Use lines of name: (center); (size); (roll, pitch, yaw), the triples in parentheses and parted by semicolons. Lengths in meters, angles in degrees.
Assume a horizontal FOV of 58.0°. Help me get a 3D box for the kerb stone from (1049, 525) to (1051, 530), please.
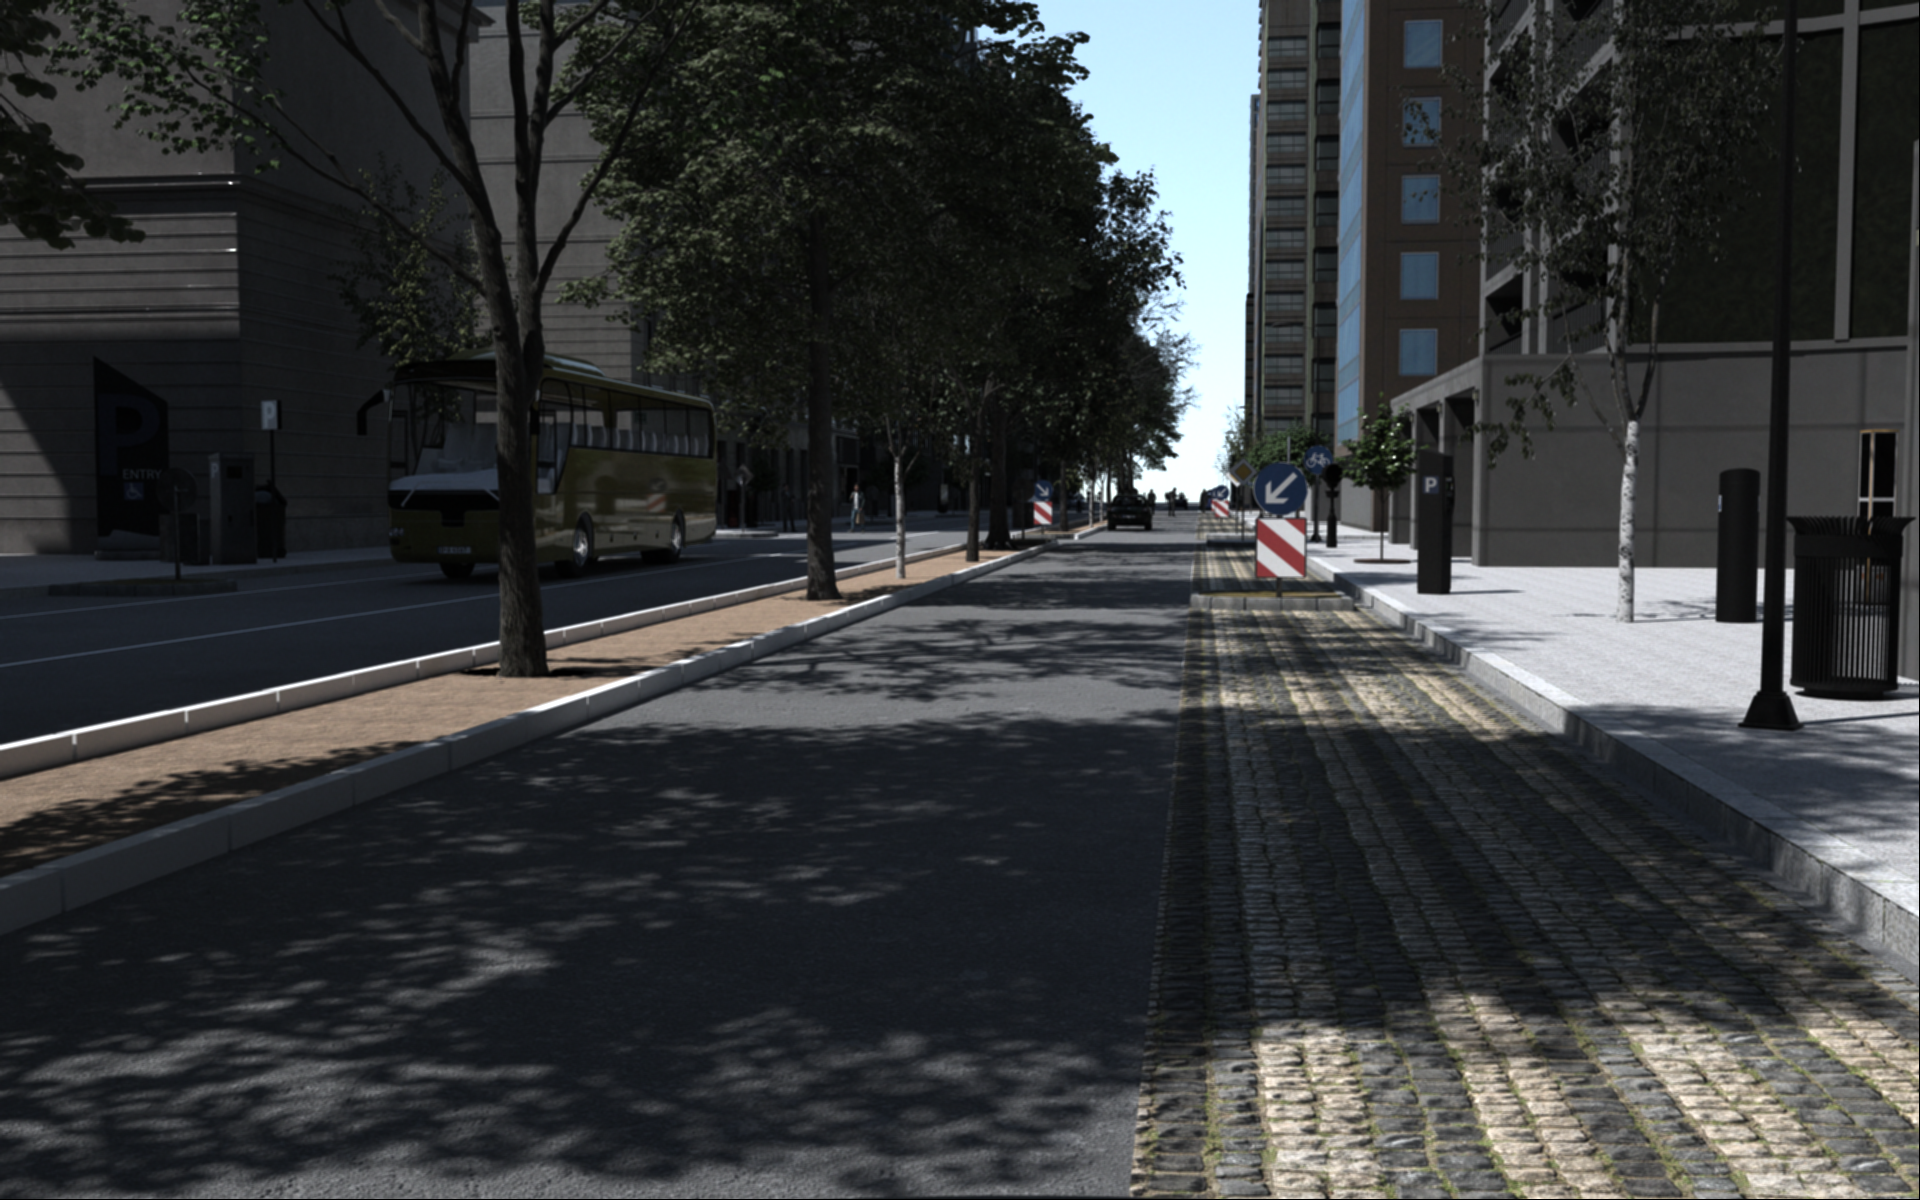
kerb stone: (3.388, -2.815, 68.224); (0.120, 0.150, 1.000); (0, 4, 8)

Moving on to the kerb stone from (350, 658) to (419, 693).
kerb stone: (-4.306, 0.573, 12.830); (0.120, 0.150, 1.000); (0, 4, 8)

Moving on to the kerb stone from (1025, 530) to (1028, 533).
kerb stone: (2.120, -2.251, 59.073); (0.120, 0.150, 1.000); (0, 4, 8)

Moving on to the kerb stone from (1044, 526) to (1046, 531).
kerb stone: (3.097, -2.690, 66.182); (0.120, 0.150, 1.000); (0, 4, 8)

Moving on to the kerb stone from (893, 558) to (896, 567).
kerb stone: (-1.345, -0.731, 34.141); (0.120, 0.150, 1.000); (0, 4, 8)

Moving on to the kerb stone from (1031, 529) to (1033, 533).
kerb stone: (2.394, -2.378, 61.102); (0.120, 0.150, 1.000); (0, 4, 8)

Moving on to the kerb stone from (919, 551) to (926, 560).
kerb stone: (-0.913, -0.915, 37.206); (0.120, 0.150, 1.000); (0, 4, 8)

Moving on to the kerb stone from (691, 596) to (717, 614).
kerb stone: (-3.170, 0.076, 20.947); (0.120, 0.150, 1.000); (0, 4, 8)

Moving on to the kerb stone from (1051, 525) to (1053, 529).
kerb stone: (3.532, -2.877, 69.244); (0.120, 0.150, 1.000); (0, 4, 8)

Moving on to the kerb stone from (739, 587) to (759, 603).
kerb stone: (-2.882, -0.046, 22.971); (0.120, 0.150, 1.000); (0, 4, 8)

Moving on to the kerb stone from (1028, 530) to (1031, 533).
kerb stone: (2.253, -2.317, 60.086); (0.120, 0.150, 1.000); (0, 4, 8)

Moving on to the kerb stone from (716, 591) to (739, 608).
kerb stone: (-3.026, 0.016, 21.959); (0.120, 0.150, 1.000); (0, 4, 8)

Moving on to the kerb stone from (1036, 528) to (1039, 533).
kerb stone: (2.687, -2.504, 63.132); (0.120, 0.150, 1.000); (0, 4, 8)

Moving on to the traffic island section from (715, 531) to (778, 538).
traffic island section: (-7.228, -2.157, 57.554); (2.009, 0.180, 2.903); (0, 4, 8)

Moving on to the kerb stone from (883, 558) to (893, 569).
kerb stone: (-1.483, -0.669, 33.128); (0.120, 0.150, 1.000); (0, 4, 8)

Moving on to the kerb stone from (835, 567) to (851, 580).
kerb stone: (-2.035, -0.420, 29.067); (0.120, 0.150, 1.000); (0, 4, 8)

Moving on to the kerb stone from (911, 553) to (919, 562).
kerb stone: (-1.052, -0.856, 36.193); (0.120, 0.150, 1.000); (0, 4, 8)

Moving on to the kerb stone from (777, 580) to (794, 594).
kerb stone: (-2.606, -0.164, 25.000); (0.120, 0.150, 1.000); (0, 4, 8)

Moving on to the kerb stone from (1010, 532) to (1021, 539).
kerb stone: (1.831, -2.131, 57.040); (0.120, 0.150, 1.000); (0, 4, 8)

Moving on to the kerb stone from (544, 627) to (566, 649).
kerb stone: (-3.871, 0.387, 15.868); (0.120, 0.150, 1.000); (0, 4, 8)

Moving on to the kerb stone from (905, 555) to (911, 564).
kerb stone: (-1.194, -0.793, 35.168); (0.120, 0.150, 1.000); (0, 4, 8)

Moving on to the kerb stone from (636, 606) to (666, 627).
kerb stone: (-3.456, 0.200, 18.923); (0.120, 0.150, 1.000); (0, 4, 8)

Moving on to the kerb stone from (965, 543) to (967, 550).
kerb stone: (0.073, -1.347, 44.317); (0.120, 0.150, 1.000); (0, 4, 8)

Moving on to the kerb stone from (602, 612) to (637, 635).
kerb stone: (-3.581, 0.263, 17.900); (0.120, 0.150, 1.000); (0, 4, 8)

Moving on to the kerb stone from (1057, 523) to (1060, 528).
kerb stone: (3.952, -3.060, 72.292); (0.120, 0.150, 1.000); (0, 4, 8)

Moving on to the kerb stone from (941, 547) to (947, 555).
kerb stone: (-0.495, -1.103, 40.260); (0.120, 0.150, 1.000); (0, 4, 8)

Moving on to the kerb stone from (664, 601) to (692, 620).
kerb stone: (-3.314, 0.138, 19.935); (0.120, 0.150, 1.000); (0, 4, 8)

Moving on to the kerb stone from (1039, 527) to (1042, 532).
kerb stone: (2.822, -2.566, 64.152); (0.120, 0.150, 1.000); (0, 4, 8)

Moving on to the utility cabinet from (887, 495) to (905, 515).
utility cabinet: (-3.908, -5.789, 105.817); (1.020, 1.237, 0.306); (-2, 4, -24)

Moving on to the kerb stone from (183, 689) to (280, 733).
kerb stone: (-4.576, 0.702, 10.790); (0.120, 0.150, 1.000); (0, 4, 8)

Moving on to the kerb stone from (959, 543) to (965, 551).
kerb stone: (-0.069, -1.289, 43.302); (0.120, 0.150, 1.000); (0, 4, 8)

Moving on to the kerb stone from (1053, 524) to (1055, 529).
kerb stone: (3.658, -2.940, 70.266); (0.120, 0.150, 1.000); (0, 4, 8)

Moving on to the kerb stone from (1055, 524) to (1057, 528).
kerb stone: (3.806, -3.002, 71.280); (0.120, 0.150, 1.000); (0, 4, 8)

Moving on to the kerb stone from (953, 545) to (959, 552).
kerb stone: (-0.210, -1.229, 42.284); (0.120, 0.150, 1.000); (0, 4, 8)

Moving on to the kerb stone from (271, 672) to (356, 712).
kerb stone: (-4.434, 0.635, 11.808); (0.120, 0.150, 1.000); (0, 4, 8)

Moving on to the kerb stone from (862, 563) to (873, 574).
kerb stone: (-1.761, -0.545, 31.099); (0.120, 0.150, 1.000); (0, 4, 8)

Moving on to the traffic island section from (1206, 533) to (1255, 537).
traffic island section: (8.859, -2.021, 55.328); (2.009, 0.180, 2.903); (0, 4, 8)

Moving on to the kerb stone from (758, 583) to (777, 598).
kerb stone: (-2.745, -0.109, 23.984); (0.120, 0.150, 1.000); (0, 4, 8)

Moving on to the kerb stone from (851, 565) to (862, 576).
kerb stone: (-1.908, -0.479, 30.082); (0.120, 0.150, 1.000); (0, 4, 8)

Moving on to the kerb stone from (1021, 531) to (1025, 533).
kerb stone: (1.979, -2.190, 58.057); (0.120, 0.150, 1.000); (0, 4, 8)

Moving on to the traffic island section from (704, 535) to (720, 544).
traffic island section: (-8.324, -1.674, 49.645); (2.009, 0.180, 2.903); (0, 4, 8)

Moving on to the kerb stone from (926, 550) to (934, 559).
kerb stone: (-0.773, -0.980, 38.224); (0.120, 0.150, 1.000); (0, 4, 8)

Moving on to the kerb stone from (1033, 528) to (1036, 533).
kerb stone: (2.536, -2.442, 62.119); (0.120, 0.150, 1.000); (0, 4, 8)

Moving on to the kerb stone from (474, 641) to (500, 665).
kerb stone: (-4.009, 0.451, 14.855); (0.120, 0.150, 1.000); (0, 4, 8)

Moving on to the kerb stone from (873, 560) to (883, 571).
kerb stone: (-1.628, -0.606, 32.114); (0.120, 0.150, 1.000); (0, 4, 8)

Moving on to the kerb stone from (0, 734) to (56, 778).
kerb stone: (-4.864, 0.824, 8.758); (0.120, 0.150, 1.000); (0, 4, 8)

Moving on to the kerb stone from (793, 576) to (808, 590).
kerb stone: (-2.462, -0.230, 26.012); (0.120, 0.150, 1.000); (0, 4, 8)

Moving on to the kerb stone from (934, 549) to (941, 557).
kerb stone: (-0.630, -1.043, 39.242); (0.120, 0.150, 1.000); (0, 4, 8)

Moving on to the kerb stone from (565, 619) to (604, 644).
kerb stone: (-3.727, 0.326, 16.888); (0.120, 0.150, 1.000); (0, 4, 8)

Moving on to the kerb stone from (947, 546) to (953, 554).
kerb stone: (-0.354, -1.158, 41.272); (0.120, 0.150, 1.000); (0, 4, 8)

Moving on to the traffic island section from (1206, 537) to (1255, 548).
traffic island section: (7.763, -1.537, 47.418); (2.009, 0.180, 2.903); (0, 4, 8)

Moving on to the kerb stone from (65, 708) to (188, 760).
kerb stone: (-4.717, 0.760, 9.769); (0.120, 0.150, 1.000); (0, 4, 8)

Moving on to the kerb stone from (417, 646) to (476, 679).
kerb stone: (-4.158, 0.511, 13.843); (0.120, 0.150, 1.000); (0, 4, 8)

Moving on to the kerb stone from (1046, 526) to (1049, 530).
kerb stone: (3.238, -2.753, 67.211); (0.120, 0.150, 1.000); (0, 4, 8)
